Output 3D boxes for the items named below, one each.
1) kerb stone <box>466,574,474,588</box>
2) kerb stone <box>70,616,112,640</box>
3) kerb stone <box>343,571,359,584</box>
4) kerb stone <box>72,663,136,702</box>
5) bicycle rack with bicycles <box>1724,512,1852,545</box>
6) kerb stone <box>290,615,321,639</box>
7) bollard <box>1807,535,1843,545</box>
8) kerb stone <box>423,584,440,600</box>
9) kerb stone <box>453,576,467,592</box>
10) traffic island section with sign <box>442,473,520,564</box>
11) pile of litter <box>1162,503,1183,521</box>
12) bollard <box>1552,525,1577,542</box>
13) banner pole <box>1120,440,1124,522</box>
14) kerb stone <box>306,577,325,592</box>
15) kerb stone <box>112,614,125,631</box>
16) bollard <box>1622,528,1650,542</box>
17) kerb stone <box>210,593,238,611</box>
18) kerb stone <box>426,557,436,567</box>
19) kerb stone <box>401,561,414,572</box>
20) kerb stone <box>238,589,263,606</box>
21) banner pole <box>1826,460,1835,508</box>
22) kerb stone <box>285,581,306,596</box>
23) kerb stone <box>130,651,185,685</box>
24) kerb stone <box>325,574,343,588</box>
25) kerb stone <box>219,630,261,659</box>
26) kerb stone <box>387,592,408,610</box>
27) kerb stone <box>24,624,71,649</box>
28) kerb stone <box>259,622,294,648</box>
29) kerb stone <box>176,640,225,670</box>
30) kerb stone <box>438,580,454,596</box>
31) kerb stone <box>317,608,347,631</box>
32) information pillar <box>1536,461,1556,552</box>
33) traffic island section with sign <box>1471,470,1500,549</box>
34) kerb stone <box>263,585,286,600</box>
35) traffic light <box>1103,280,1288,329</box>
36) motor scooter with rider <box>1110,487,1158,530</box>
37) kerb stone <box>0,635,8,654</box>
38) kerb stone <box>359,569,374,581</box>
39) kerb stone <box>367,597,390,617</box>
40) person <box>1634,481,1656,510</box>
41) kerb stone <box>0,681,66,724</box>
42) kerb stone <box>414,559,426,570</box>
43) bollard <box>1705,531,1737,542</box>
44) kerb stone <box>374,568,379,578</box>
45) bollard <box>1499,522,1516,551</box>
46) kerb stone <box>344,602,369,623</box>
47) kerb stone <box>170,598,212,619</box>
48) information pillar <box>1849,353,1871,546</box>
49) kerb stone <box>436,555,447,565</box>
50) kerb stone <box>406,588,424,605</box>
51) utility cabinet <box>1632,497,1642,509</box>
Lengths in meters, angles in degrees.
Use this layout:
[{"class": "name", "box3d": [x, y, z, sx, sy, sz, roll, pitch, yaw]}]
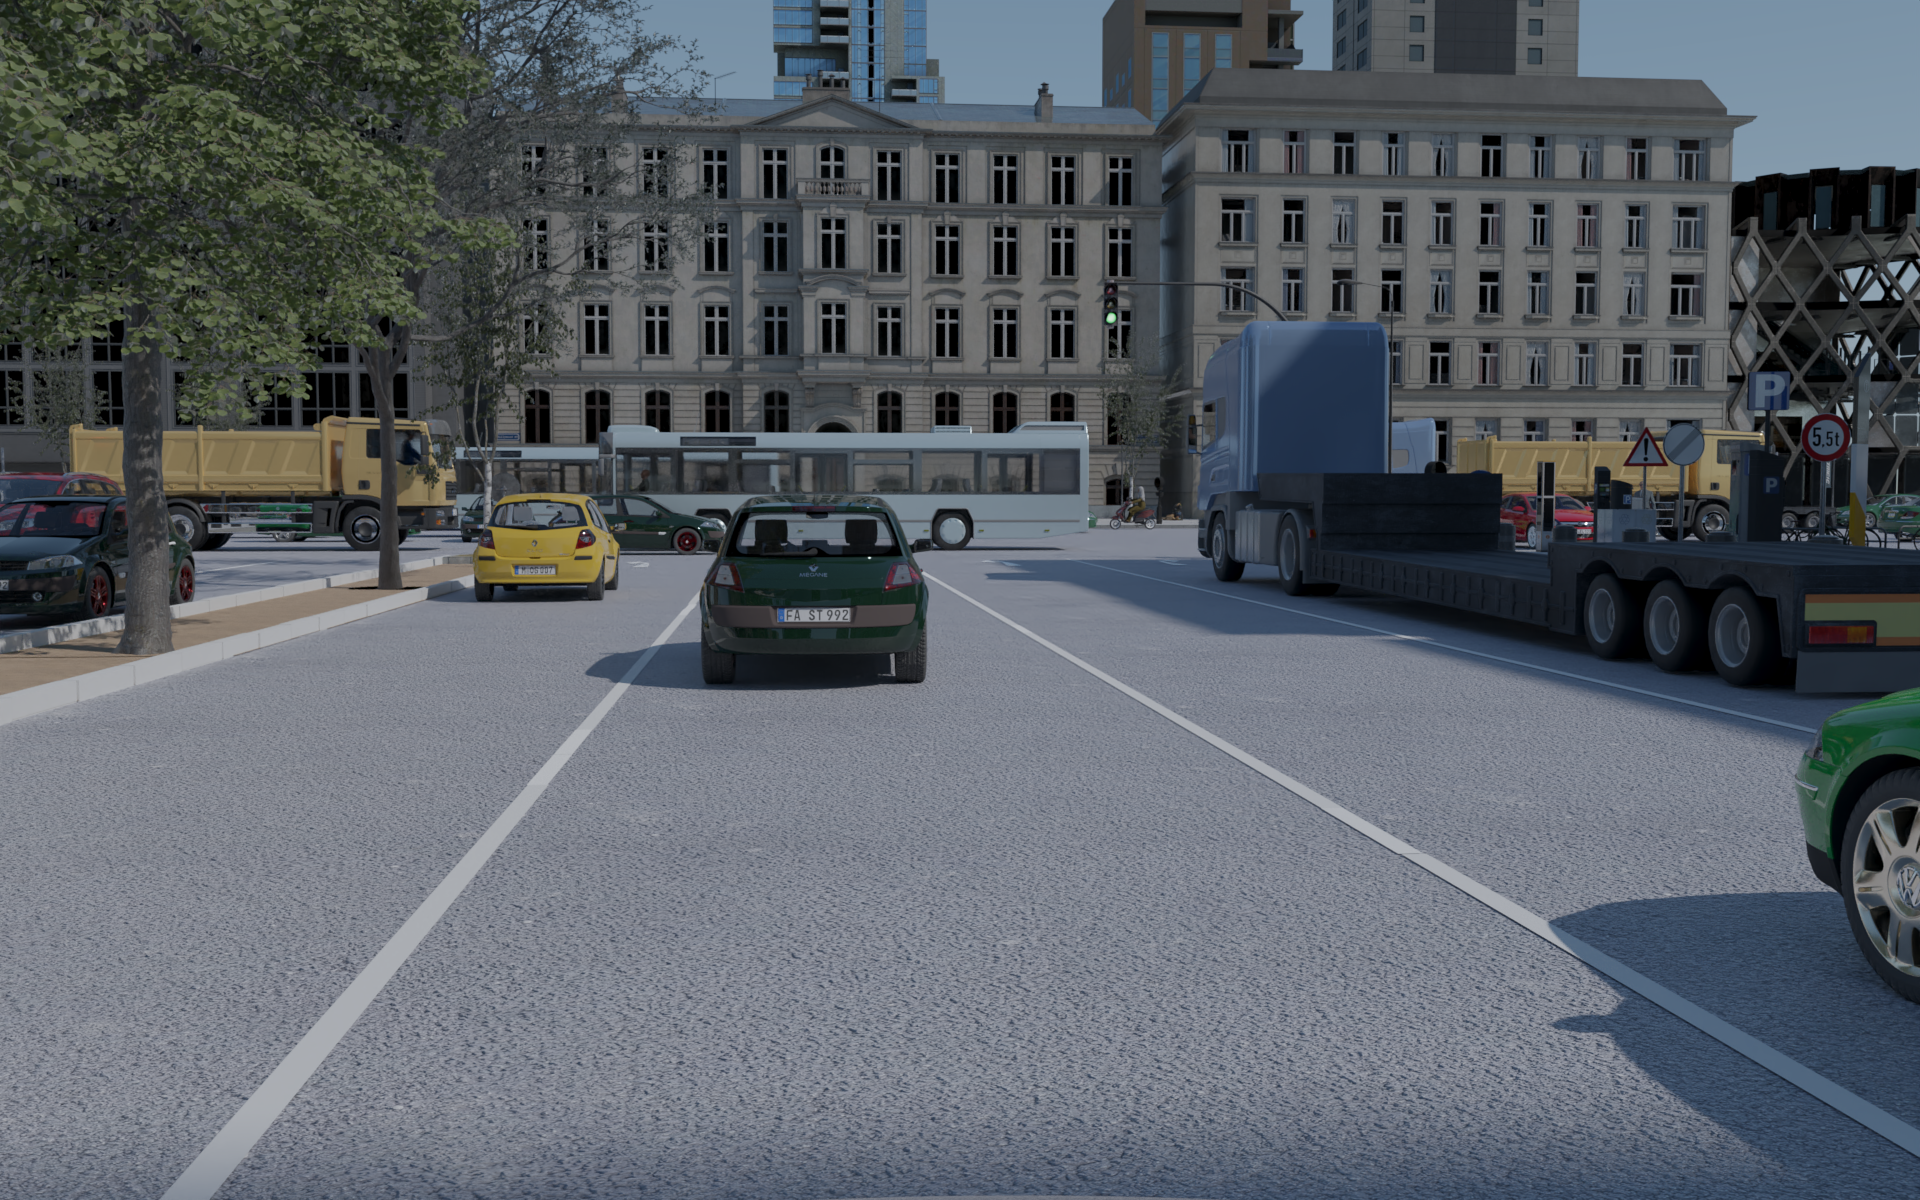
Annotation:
[{"class": "kerb stone", "box3d": [-7.622, -0.282, 26.801, 0.120, 0.150, 1.000, 0, 4, -6]}, {"class": "kerb stone", "box3d": [-8.795, 0.296, 17.392, 0.120, 0.150, 1.000, 0, 4, -6]}, {"class": "kerb stone", "box3d": [-9.819, -0.332, 27.645, 0.120, 0.150, 1.000, 0, 4, -6]}, {"class": "kerb stone", "box3d": [-6.186, 0.598, 12.439, 0.120, 0.150, 1.000, 0, 4, -6]}, {"class": "bicycle rack with bicycles", "box3d": [17.145, -1.297, 34.588, 2.852, 0.926, 2.925, -2, 4, -24]}, {"class": "kerb stone", "box3d": [-6.700, 0.283, 17.561, 0.120, 0.150, 1.000, 0, 4, -6]}, {"class": "bollard", "box3d": [10.806, -0.424, 21.650, 0.404, 0.777, 0.398, 0, 3, 0]}, {"class": "kerb stone", "box3d": [-7.319, -0.088, 23.714, 0.120, 0.150, 1.000, 0, 4, -6]}, {"class": "kerb stone", "box3d": [-7.523, -0.219, 25.779, 0.120, 0.150, 1.000, 0, 4, -6]}, {"class": "traffic island section with sign", "box3d": [-9.624, -1.716, 36.200, 2.006, 1.907, 1.989, 0, 4, -6]}, {"class": "pile of litter", "box3d": [10.354, -4.303, 84.317, 1.176, 0.858, 1.719, 2, 4, 25]}, {"class": "bollard", "box3d": [10.084, -0.867, 28.897, 0.404, 0.777, 0.398, 0, 3, 0]}, {"class": "banner pole", "box3d": [7.485, -5.505, 80.021, 0.401, 3.779, 0.863, 0, 4, 5]}, {"class": "kerb stone", "box3d": [-9.614, -0.208, 25.594, 0.120, 0.150, 1.000, 0, 4, -6]}, {"class": "kerb stone", "box3d": [-8.900, 0.231, 18.414, 0.120, 0.150, 1.000, 0, 4, -6]}, {"class": "bollard", "box3d": [10.325, -0.719, 26.479, 0.404, 0.777, 0.398, 0, 3, 0]}, {"class": "kerb stone", "box3d": [-9.209, 0.043, 21.497, 0.120, 0.150, 1.000, 0, 4, -6]}, {"class": "kerb stone", "box3d": [-10.440, -0.707, 33.818, 0.120, 0.150, 1.000, 0, 4, -6]}, {"class": "kerb stone", "box3d": [-10.234, -0.585, 31.765, 0.120, 0.150, 1.000, 0, 4, -6]}, {"class": "kerb stone", "box3d": [-9.310, -0.015, 22.521, 0.120, 0.150, 1.000, 0, 4, -6]}, {"class": "banner pole", "box3d": [41.556, -5.670, 82.724, 0.863, 3.779, 0.401, -2, 4, -28]}, {"class": "kerb stone", "box3d": [-9.511, -0.145, 24.572, 0.120, 0.150, 1.000, 0, 4, -6]}, {"class": "kerb stone", "box3d": [-6.284, 0.534, 13.461, 0.120, 0.150, 1.000, 0, 4, -6]}, {"class": "kerb stone", "box3d": [-9.714, -0.271, 26.621, 0.120, 0.150, 1.000, 0, 4, -6]}, {"class": "kerb stone", "box3d": [-6.496, 0.409, 15.505, 0.120, 0.150, 1.000, 0, 4, -6]}, {"class": "kerb stone", "box3d": [-7.109, 0.032, 21.666, 0.120, 0.150, 1.000, 0, 4, -6]}, {"class": "kerb stone", "box3d": [-8.689, 0.357, 16.356, 0.120, 0.150, 1.000, 0, 4, -6]}, {"class": "kerb stone", "box3d": [-6.593, 0.351, 16.539, 0.120, 0.150, 1.000, 0, 4, -6]}, {"class": "kerb stone", "box3d": [-6.394, 0.472, 14.483, 0.120, 0.150, 1.000, 0, 4, -6]}, {"class": "kerb stone", "box3d": [-7.427, -0.155, 24.749, 0.120, 0.150, 1.000, 0, 4, -6]}, {"class": "kerb stone", "box3d": [-6.797, 0.221, 18.586, 0.120, 0.150, 1.000, 0, 4, -6]}, {"class": "information pillar", "box3d": [12.952, -2.068, 38.305, 0.304, 2.012, 0.304, 0, 4, -6]}, {"class": "traffic island section with sign", "box3d": [8.343, -1.254, 29.130, 1.989, 1.847, 2.006, 0, 4, -6]}, {"class": "kerb stone", "box3d": [-9.411, -0.076, 23.546, 0.120, 0.150, 1.000, 0, 4, -6]}, {"class": "traffic light", "box3d": [5.374, -3.825, 37.204, 4.771, 5.953, 1.251, 0, 4, -6]}, {"class": "motor scooter with rider", "box3d": [7.028, -3.732, 69.990, 1.986, 1.779, 0.876, 0, 4, -4]}, {"class": "kerb stone", "box3d": [-8.587, 0.420, 15.328, 0.120, 0.150, 1.000, 0, 4, -6]}, {"class": "kerb stone", "box3d": [-9.919, -0.396, 28.670, 0.120, 0.150, 1.000, 0, 4, -6]}, {"class": "kerb stone", "box3d": [-7.001, 0.095, 20.644, 0.120, 0.150, 1.000, 0, 4, -6]}, {"class": "person", "box3d": [19.515, -2.497, 49.509, 0.661, 1.801, 0.590, 2, 4, 35]}, {"class": "kerb stone", "box3d": [-6.087, 0.660, 11.411, 0.120, 0.150, 1.000, 0, 4, -6]}, {"class": "kerb stone", "box3d": [-10.335, -0.648, 32.796, 0.120, 0.150, 1.000, 0, 4, -6]}, {"class": "bollard", "box3d": [10.567, -0.572, 24.070, 0.404, 0.777, 0.398, 0, 3, 0]}, {"class": "kerb stone", "box3d": [-10.025, -0.455, 29.707, 0.120, 0.150, 1.000, 0, 4, -6]}, {"class": "bollard", "box3d": [9.839, -1.016, 31.326, 0.404, 0.777, 0.398, 0, 3, 0]}, {"class": "kerb stone", "box3d": [-6.908, 0.158, 19.621, 0.120, 0.150, 1.000, 0, 4, -6]}, {"class": "kerb stone", "box3d": [-9.104, 0.114, 20.471, 0.120, 0.150, 1.000, 0, 4, -6]}, {"class": "information pillar", "box3d": [14.935, -2.287, 28.745, 0.504, 3.616, 0.183, -3, 5, -41]}, {"class": "kerb stone", "box3d": [-10.541, -0.774, 34.849, 0.120, 0.150, 1.000, 0, 4, -6]}, {"class": "kerb stone", "box3d": [-7.219, -0.030, 22.687, 0.120, 0.150, 1.000, 0, 4, -6]}, {"class": "utility cabinet", "box3d": [13.402, -1.437, 34.659, 0.306, 1.237, 1.020, 3, 5, 40]}]
